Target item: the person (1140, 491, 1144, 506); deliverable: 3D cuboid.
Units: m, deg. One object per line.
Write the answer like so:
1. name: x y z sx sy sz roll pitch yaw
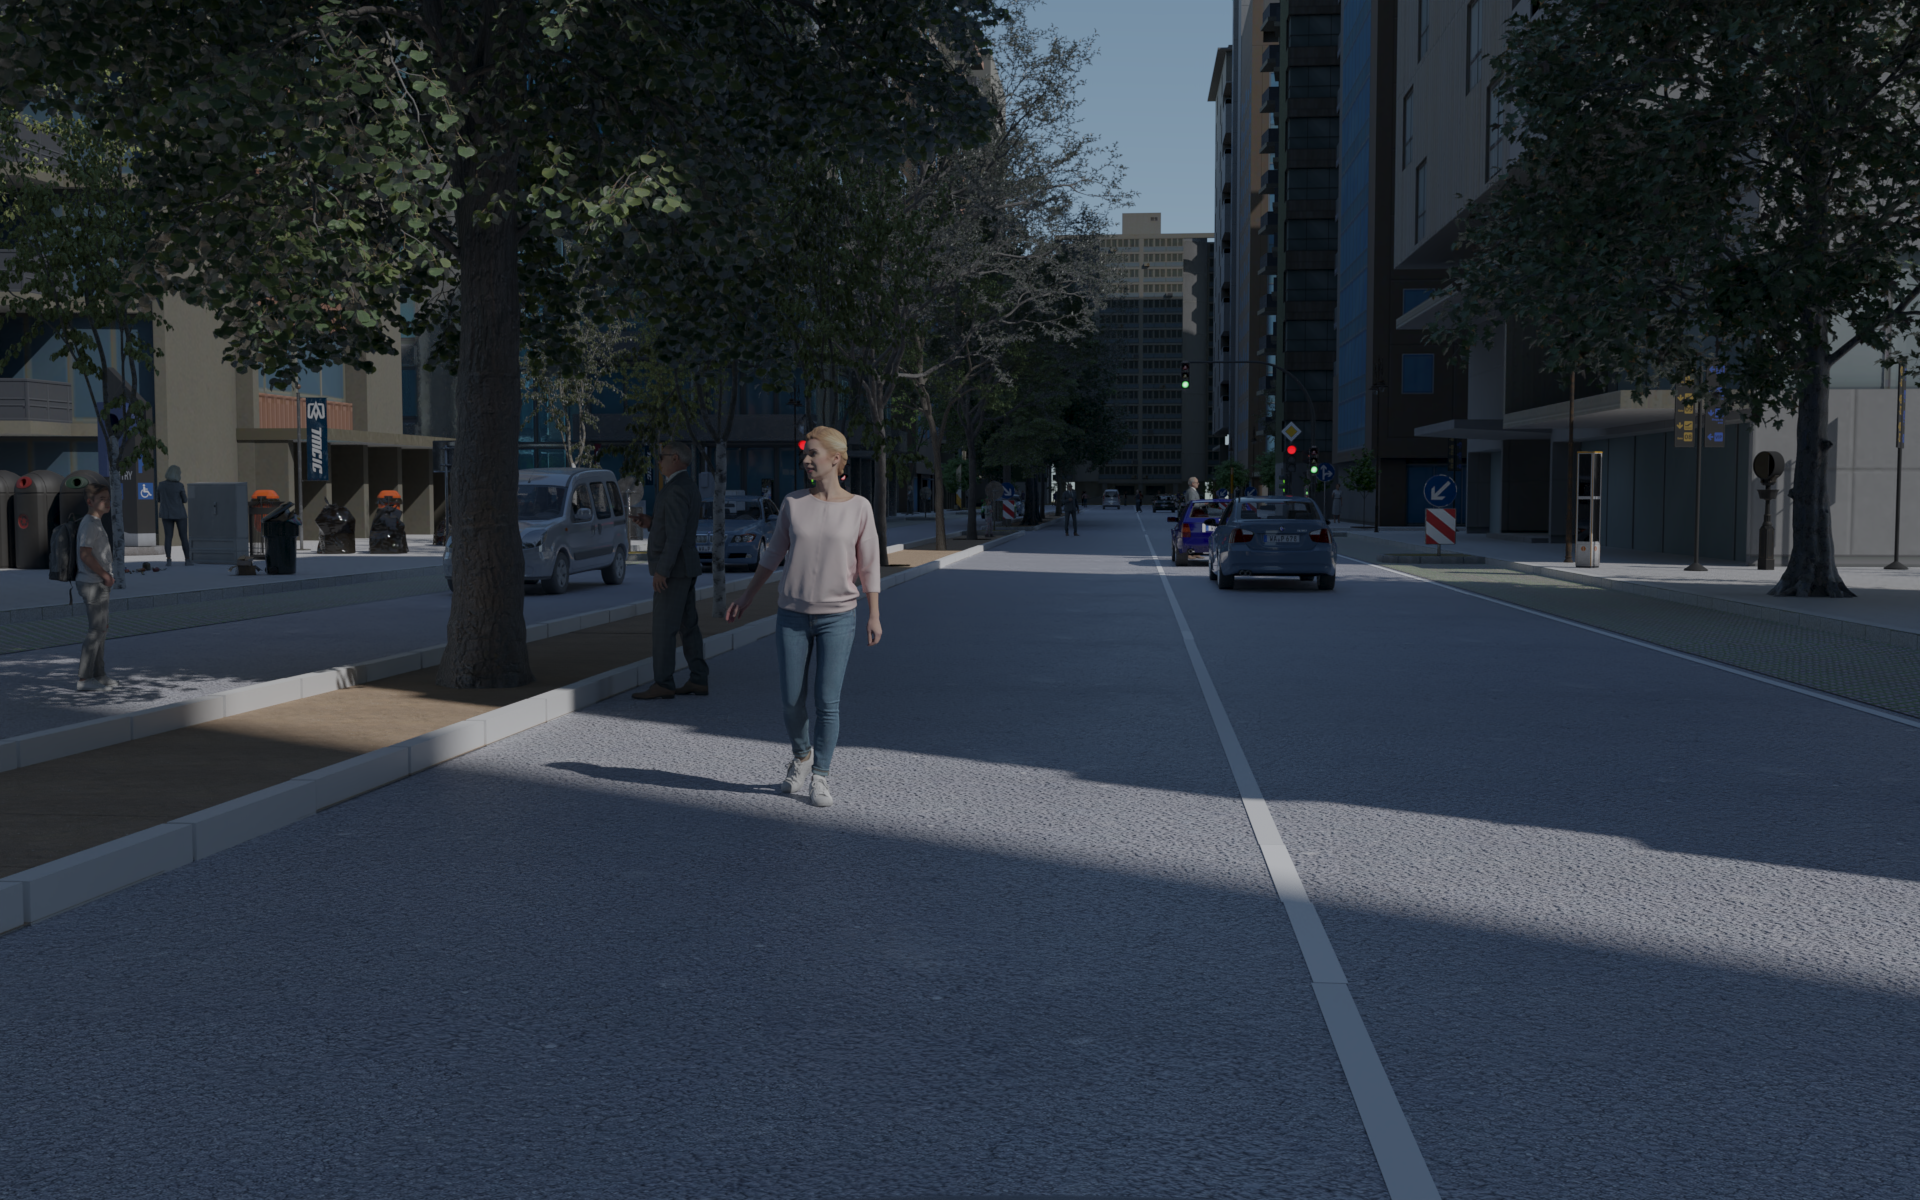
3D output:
1. person: 21.251 -11.958 204.105 0.705 1.812 1.348 3 5 45

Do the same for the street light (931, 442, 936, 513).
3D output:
1. street light: -1.735 -8.954 119.182 0.468 5.910 1.993 0 4 6

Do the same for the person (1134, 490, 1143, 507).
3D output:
1. person: 18.335 -10.347 177.612 1.348 1.831 0.705 -3 5 -44

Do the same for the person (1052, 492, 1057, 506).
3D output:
1. person: 11.372 -12.186 208.188 0.683 1.767 0.568 1 4 22

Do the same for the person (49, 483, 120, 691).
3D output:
1. person: -6.321 -0.095 12.644 0.503 1.515 0.523 2 4 33

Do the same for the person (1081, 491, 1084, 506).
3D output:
1. person: 14.511 -12.030 205.332 0.705 1.807 1.348 0 4 2

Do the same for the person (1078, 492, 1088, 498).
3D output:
1. person: 14.773 -12.157 207.283 1.348 1.822 0.705 -1 4 -18

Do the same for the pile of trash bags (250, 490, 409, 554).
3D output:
1. pile of trash bags: -13.687 -1.708 37.684 3.447 1.369 1.912 0 4 -3

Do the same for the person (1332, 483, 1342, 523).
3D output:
1. person: 16.638 -4.268 76.390 0.480 1.755 0.524 0 4 0

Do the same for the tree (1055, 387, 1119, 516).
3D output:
1. tree: 6.406 -11.179 110.994 9.928 11.665 9.643 0 3 0

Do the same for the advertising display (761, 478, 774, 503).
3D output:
1. advertising display: -7.956 -4.063 71.652 0.123 1.923 0.974 -2 4 -31

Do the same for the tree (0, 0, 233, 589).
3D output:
1. tree: -11.480 -4.440 22.960 4.737 8.622 4.395 0 3 0

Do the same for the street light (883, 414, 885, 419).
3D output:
1. street light: -4.178 -7.403 93.820 0.468 5.910 1.993 0 4 6

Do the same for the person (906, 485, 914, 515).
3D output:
1. person: -3.013 -6.007 104.444 0.526 1.800 0.537 -2 4 -33

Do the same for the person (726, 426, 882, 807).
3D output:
1. person: -0.733 0.064 8.125 0.731 1.740 0.598 0 4 -3

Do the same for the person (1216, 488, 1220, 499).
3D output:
1. person: 23.485 -9.211 156.514 0.709 1.838 0.599 -2 4 -32

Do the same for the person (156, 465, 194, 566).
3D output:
1. person: -14.038 -1.510 30.913 0.537 1.800 0.526 0 4 4

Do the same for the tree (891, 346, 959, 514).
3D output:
1. tree: -3.115 -11.341 111.185 9.928 11.665 9.643 0 3 0

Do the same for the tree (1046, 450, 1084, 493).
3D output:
1. tree: 8.113 -10.908 131.169 4.360 8.622 3.978 0 3 0

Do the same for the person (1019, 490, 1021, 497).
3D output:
1. person: 7.400 -12.879 217.347 1.217 1.736 0.721 -1 4 -22

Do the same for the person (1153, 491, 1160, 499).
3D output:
1. person: 19.939 -10.068 173.628 1.217 1.766 0.721 1 4 9

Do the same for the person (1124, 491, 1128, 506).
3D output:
1. person: 20.153 -12.361 210.616 0.705 1.822 1.348 1 4 21

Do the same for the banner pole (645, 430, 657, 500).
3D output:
1. banner pole: -10.977 -4.386 61.726 0.401 3.779 0.863 2 4 27

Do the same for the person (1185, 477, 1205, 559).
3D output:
1. person: 5.207 -1.803 38.152 0.590 1.801 0.661 0 4 3

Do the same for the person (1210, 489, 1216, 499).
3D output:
1. person: 25.689 -10.325 174.950 1.348 1.812 0.705 -2 4 -35

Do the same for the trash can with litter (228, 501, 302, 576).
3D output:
1. trash can with litter: -11.017 -0.983 27.453 1.055 1.170 0.624 -2 4 -31

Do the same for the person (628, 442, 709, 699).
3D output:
1. person: -2.085 -0.219 12.252 0.590 1.801 0.661 0 4 2

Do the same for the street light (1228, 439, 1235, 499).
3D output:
1. street light: 22.077 -10.298 141.159 0.468 5.910 1.993 0 4 6

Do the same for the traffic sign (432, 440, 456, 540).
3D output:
1. traffic sign: -9.786 -1.891 33.042 0.606 2.300 0.079 1 4 15

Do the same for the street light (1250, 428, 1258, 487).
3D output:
1. street light: 19.620 -8.744 115.758 0.468 5.910 1.993 0 4 6

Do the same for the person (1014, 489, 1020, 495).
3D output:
1. person: 4.552 -8.155 141.641 0.655 1.846 0.447 -2 4 -33

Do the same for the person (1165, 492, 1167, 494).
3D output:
1. person: 24.313 -11.855 203.136 0.742 1.727 0.445 0 4 2

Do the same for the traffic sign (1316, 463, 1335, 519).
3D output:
1. traffic sign: 14.840 -4.302 70.451 0.768 2.556 0.104 0 4 7

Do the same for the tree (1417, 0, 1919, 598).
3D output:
1. tree: 10.624 -6.391 21.506 9.611 12.733 9.660 0 3 0

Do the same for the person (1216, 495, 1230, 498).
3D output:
1. person: 24.429 -9.469 160.819 1.348 1.831 0.705 1 4 13

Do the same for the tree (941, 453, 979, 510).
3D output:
1. tree: 0.124 -9.688 142.118 4.285 4.588 4.351 0 3 0

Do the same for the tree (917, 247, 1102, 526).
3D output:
1. tree: 1.826 -9.149 70.167 7.486 12.596 7.792 0 3 0

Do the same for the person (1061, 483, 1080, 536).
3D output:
1. person: 3.821 -3.101 59.370 0.661 1.801 0.590 -2 4 -26

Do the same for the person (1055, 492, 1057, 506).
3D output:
1. person: 12.049 -12.704 216.207 1.348 1.824 0.705 3 5 41

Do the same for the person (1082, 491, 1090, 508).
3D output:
1. person: 13.415 -10.721 184.493 1.217 1.736 0.721 -3 4 -37

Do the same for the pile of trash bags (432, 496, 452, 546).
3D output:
1. pile of trash bags: -12.716 -2.039 43.084 3.447 1.369 1.912 -1 4 -14

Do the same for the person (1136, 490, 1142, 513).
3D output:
1. person: 13.626 -7.545 132.286 0.534 1.772 0.576 -2 4 -26

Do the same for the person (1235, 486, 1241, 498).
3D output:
1. person: 20.431 -7.490 127.874 0.474 1.900 0.648 -1 4 -22

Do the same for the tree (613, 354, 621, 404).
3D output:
1. tree: -9.180 -6.375 54.595 4.737 8.622 4.395 0 3 0

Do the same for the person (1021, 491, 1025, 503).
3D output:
1. person: 7.804 -12.692 214.477 0.541 1.710 0.530 -1 4 -14

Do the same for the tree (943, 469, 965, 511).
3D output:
1. tree: -0.624 -8.446 132.691 1.663 3.219 1.824 0 3 0

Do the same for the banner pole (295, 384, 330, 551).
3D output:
1. banner pole: -14.790 -3.022 39.426 0.863 3.779 0.401 0 4 -6

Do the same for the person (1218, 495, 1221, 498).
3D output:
1. person: 22.757 -8.675 151.098 0.599 1.433 0.991 1 4 16

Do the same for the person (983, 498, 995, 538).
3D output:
1. person: 0.976 -2.692 56.788 0.394 1.301 0.425 1 4 12

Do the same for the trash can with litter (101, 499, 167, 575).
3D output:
1. trash can with litter: -13.636 -1.055 28.305 1.678 1.210 2.233 0 4 7

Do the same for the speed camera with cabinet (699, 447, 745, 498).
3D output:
1. speed camera with cabinet: -9.981 -4.788 72.623 2.038 3.252 0.660 2 4 31

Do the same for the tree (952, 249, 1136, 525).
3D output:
1. tree: 3.178 -9.739 78.704 9.611 12.733 9.660 0 3 0

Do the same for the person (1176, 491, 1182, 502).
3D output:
1. person: 25.030 -11.528 197.429 0.683 1.767 0.568 -1 4 -18
